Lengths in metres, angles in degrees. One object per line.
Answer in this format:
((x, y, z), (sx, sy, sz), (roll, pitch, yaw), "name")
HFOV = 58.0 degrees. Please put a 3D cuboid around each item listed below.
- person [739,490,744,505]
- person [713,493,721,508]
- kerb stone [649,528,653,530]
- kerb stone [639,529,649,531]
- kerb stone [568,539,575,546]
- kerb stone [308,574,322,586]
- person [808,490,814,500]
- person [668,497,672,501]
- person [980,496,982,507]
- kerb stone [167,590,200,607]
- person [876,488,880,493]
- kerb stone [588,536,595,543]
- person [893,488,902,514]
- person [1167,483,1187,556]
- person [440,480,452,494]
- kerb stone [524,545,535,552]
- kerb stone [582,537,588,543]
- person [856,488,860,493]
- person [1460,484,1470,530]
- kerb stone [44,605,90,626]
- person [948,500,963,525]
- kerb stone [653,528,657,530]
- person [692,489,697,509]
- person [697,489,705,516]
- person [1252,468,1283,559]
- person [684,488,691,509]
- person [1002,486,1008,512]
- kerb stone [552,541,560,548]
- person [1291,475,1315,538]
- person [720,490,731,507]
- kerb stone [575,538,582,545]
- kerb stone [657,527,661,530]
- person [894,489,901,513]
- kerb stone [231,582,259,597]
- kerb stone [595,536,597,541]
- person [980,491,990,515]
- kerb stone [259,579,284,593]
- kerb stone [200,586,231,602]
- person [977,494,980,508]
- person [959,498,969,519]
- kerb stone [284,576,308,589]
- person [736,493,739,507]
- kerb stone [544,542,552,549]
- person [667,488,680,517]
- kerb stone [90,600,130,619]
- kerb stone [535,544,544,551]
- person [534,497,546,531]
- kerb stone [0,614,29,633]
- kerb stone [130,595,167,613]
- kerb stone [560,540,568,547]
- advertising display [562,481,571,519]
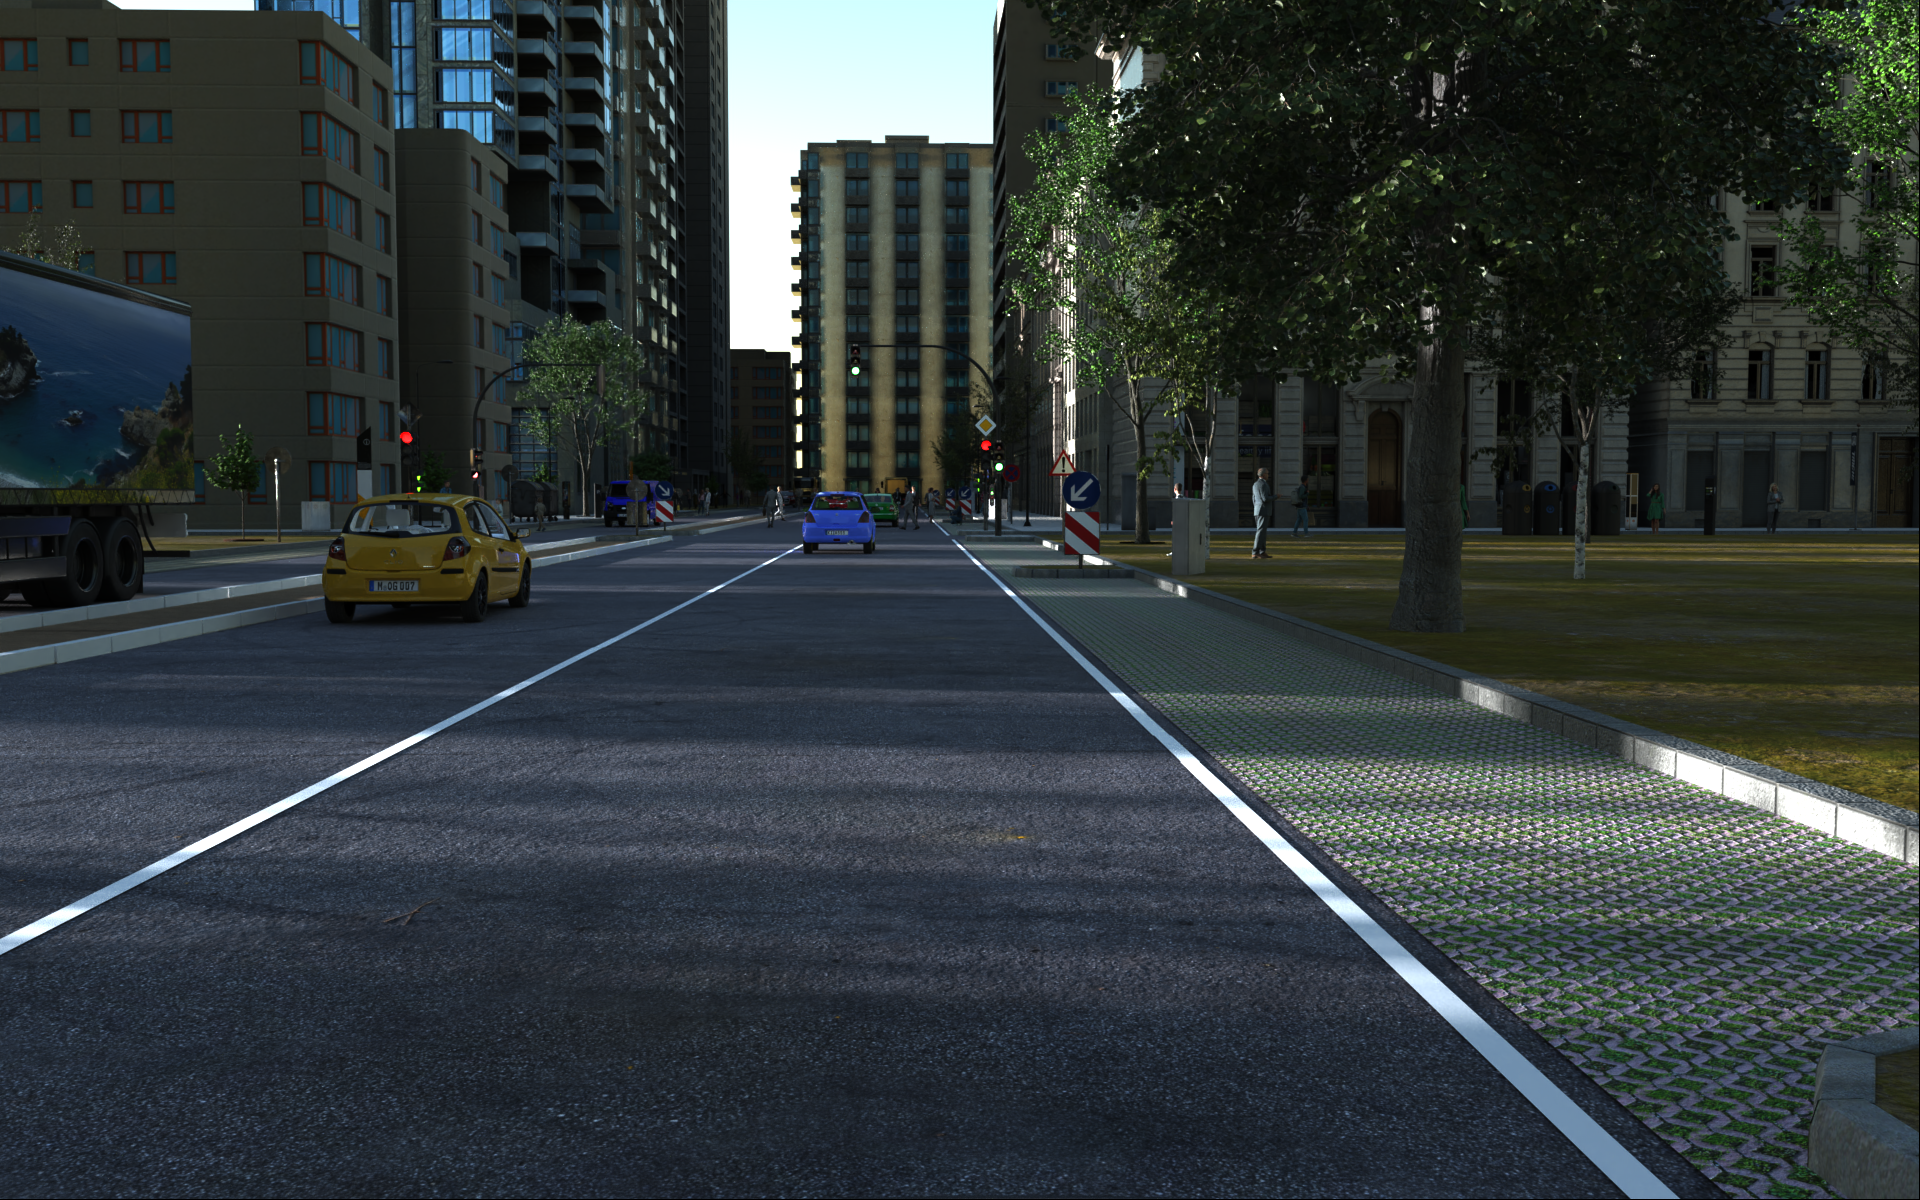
((-25.081, -11.742, 198.701), (1.217, 1.739, 0.721), (0, 4, -7), "person")
((-22.245, -9.282, 158.542), (0.721, 1.736, 1.217), (-3, 5, -42), "person")
((-11.349, -2.475, 62.731), (0.120, 0.150, 1.000), (0, 4, -2), "kerb stone")
((-11.308, -2.416, 61.696), (0.120, 0.150, 1.000), (0, 4, -2), "kerb stone")
((-10.862, -1.567, 47.821), (0.120, 0.150, 1.000), (0, 4, -2), "kerb stone")
((-10.208, -0.313, 27.319), (0.120, 0.150, 1.000), (0, 4, -2), "kerb stone")
((-13.821, -9.515, 164.093), (1.348, 1.821, 0.705), (3, 5, 39), "person")
((-21.460, -7.485, 129.088), (0.598, 1.740, 0.731), (0, 4, 7), "person")
((2.018, -8.396, 146.505), (0.628, 1.438, 0.799), (1, 4, 9), "person")
((-10.037, 0.000, 22.202), (0.120, 0.150, 1.000), (0, 4, -2), "kerb stone")
((-5.079, -6.038, 107.192), (0.573, 1.828, 0.580), (-1, 4, -12), "person")
((-10.961, -1.755, 50.887), (0.120, 0.150, 1.000), (0, 4, -2), "kerb stone")
((-4.545, -7.237, 126.186), (0.648, 1.900, 0.474), (-3, 5, -45), "person")
((4.534, -1.669, 35.935), (0.523, 1.515, 0.503), (0, 4, -1), "person")
((-18.946, -3.513, 63.825), (0.444, 1.785, 0.601), (3, 5, 44), "person")
((-10.695, -1.254, 42.692), (0.120, 0.150, 1.000), (0, 4, -2), "kerb stone")
((-10.930, -1.692, 49.865), (0.120, 0.150, 1.000), (0, 4, -2), "kerb stone")
((-6.601, -6.332, 111.910), (0.818, 1.842, 0.514), (2, 4, 31), "person")
((9.549, -1.669, 33.573), (0.600, 1.795, 0.529), (0, 4, -7), "person")
((-9.941, 0.189, 19.132), (0.120, 0.150, 1.000), (0, 4, -2), "kerb stone")
((-0.229, -3.952, 78.621), (0.738, 1.151, 1.012), (0, 4, 3), "person")
((-11.374, -2.542, 63.755), (0.120, 0.150, 1.000), (0, 4, -2), "kerb stone")
((-23.355, -8.900, 152.293), (0.721, 1.736, 1.217), (0, 4, 8), "person")
((-17.044, -6.420, 114.063), (0.593, 1.750, 0.643), (-1, 4, -18), "person")
((6.100, -1.730, 34.510), (0.590, 1.801, 0.661), (-1, 4, -9), "person")
((-22.812, -8.447, 144.679), (0.750, 1.759, 0.617), (0, 4, -1), "person")
((3.290, -7.197, 123.818), (0.850, 1.850, 0.679), (-1, 4, -21), "person")
((-10.800, -1.442, 45.778), (0.120, 0.150, 1.000), (0, 4, -2), "kerb stone")
((9.984, -2.711, 50.353), (0.713, 1.824, 0.794), (2, 4, 24), "person")
((-22.680, -9.806, 167.187), (1.217, 1.723, 0.721), (-1, 4, -13), "person")
((-10.892, -1.630, 48.843), (0.120, 0.150, 1.000), (0, 4, -2), "kerb stone")
((-11.412, -2.605, 64.784), (0.120, 0.150, 1.000), (0, 4, -2), "kerb stone")
((-4.795, -7.465, 130.432), (0.514, 1.842, 0.818), (-3, 5, -44), "person")
((-10.103, -0.126, 24.251), (0.120, 0.150, 1.000), (0, 4, -2), "kerb stone")
((-10.997, -1.817, 51.910), (0.120, 0.150, 1.000), (0, 4, -2), "kerb stone")
((1.503, -5.995, 104.891), (0.563, 1.720, 0.643), (-2, 4, -29), "person")
((-10.141, -0.186, 25.276), (0.120, 0.150, 1.000), (0, 4, -2), "kerb stone")
((-10.073, -0.063, 23.225), (0.120, 0.150, 1.000), (0, 4, -2), "kerb stone")
((1.400, -9.248, 157.232), (1.348, 1.826, 0.705), (-3, 5, -44), "person")
((0.219, -5.490, 98.622), (0.532, 1.782, 0.716), (2, 4, 30), "person")
((-10.174, -0.251, 26.297), (0.120, 0.150, 1.000), (0, 4, -2), "kerb stone")
((-22.489, -10.116, 174.660), (0.599, 1.433, 0.991), (-2, 4, -32), "person")
((-10.764, -1.376, 44.751), (0.120, 0.150, 1.000), (0, 4, -2), "kerb stone")
((-18.346, -6.138, 109.072), (1.509, 1.804, 0.699), (2, 4, 28), "person")
((-9.969, 0.125, 20.154), (0.120, 0.150, 1.000), (0, 4, -2), "kerb stone")
((-10.726, -1.317, 43.725), (0.120, 0.150, 1.000), (0, 4, -2), "kerb stone")
((-16.065, -3.271, 66.252), (0.640, 1.303, 0.475), (3, 4, 37), "person")
((-9.909, 0.250, 18.107), (0.120, 0.150, 1.000), (0, 4, -2), "kerb stone")
((-10.006, 0.066, 21.181), (0.120, 0.150, 1.000), (0, 4, -2), "kerb stone")
((-10.830, -1.500, 46.800), (0.120, 0.150, 1.000), (0, 4, -2), "kerb stone")
((-19.929, -5.045, 87.697), (0.123, 1.923, 0.974), (-2, 4, -30), "advertising display")
